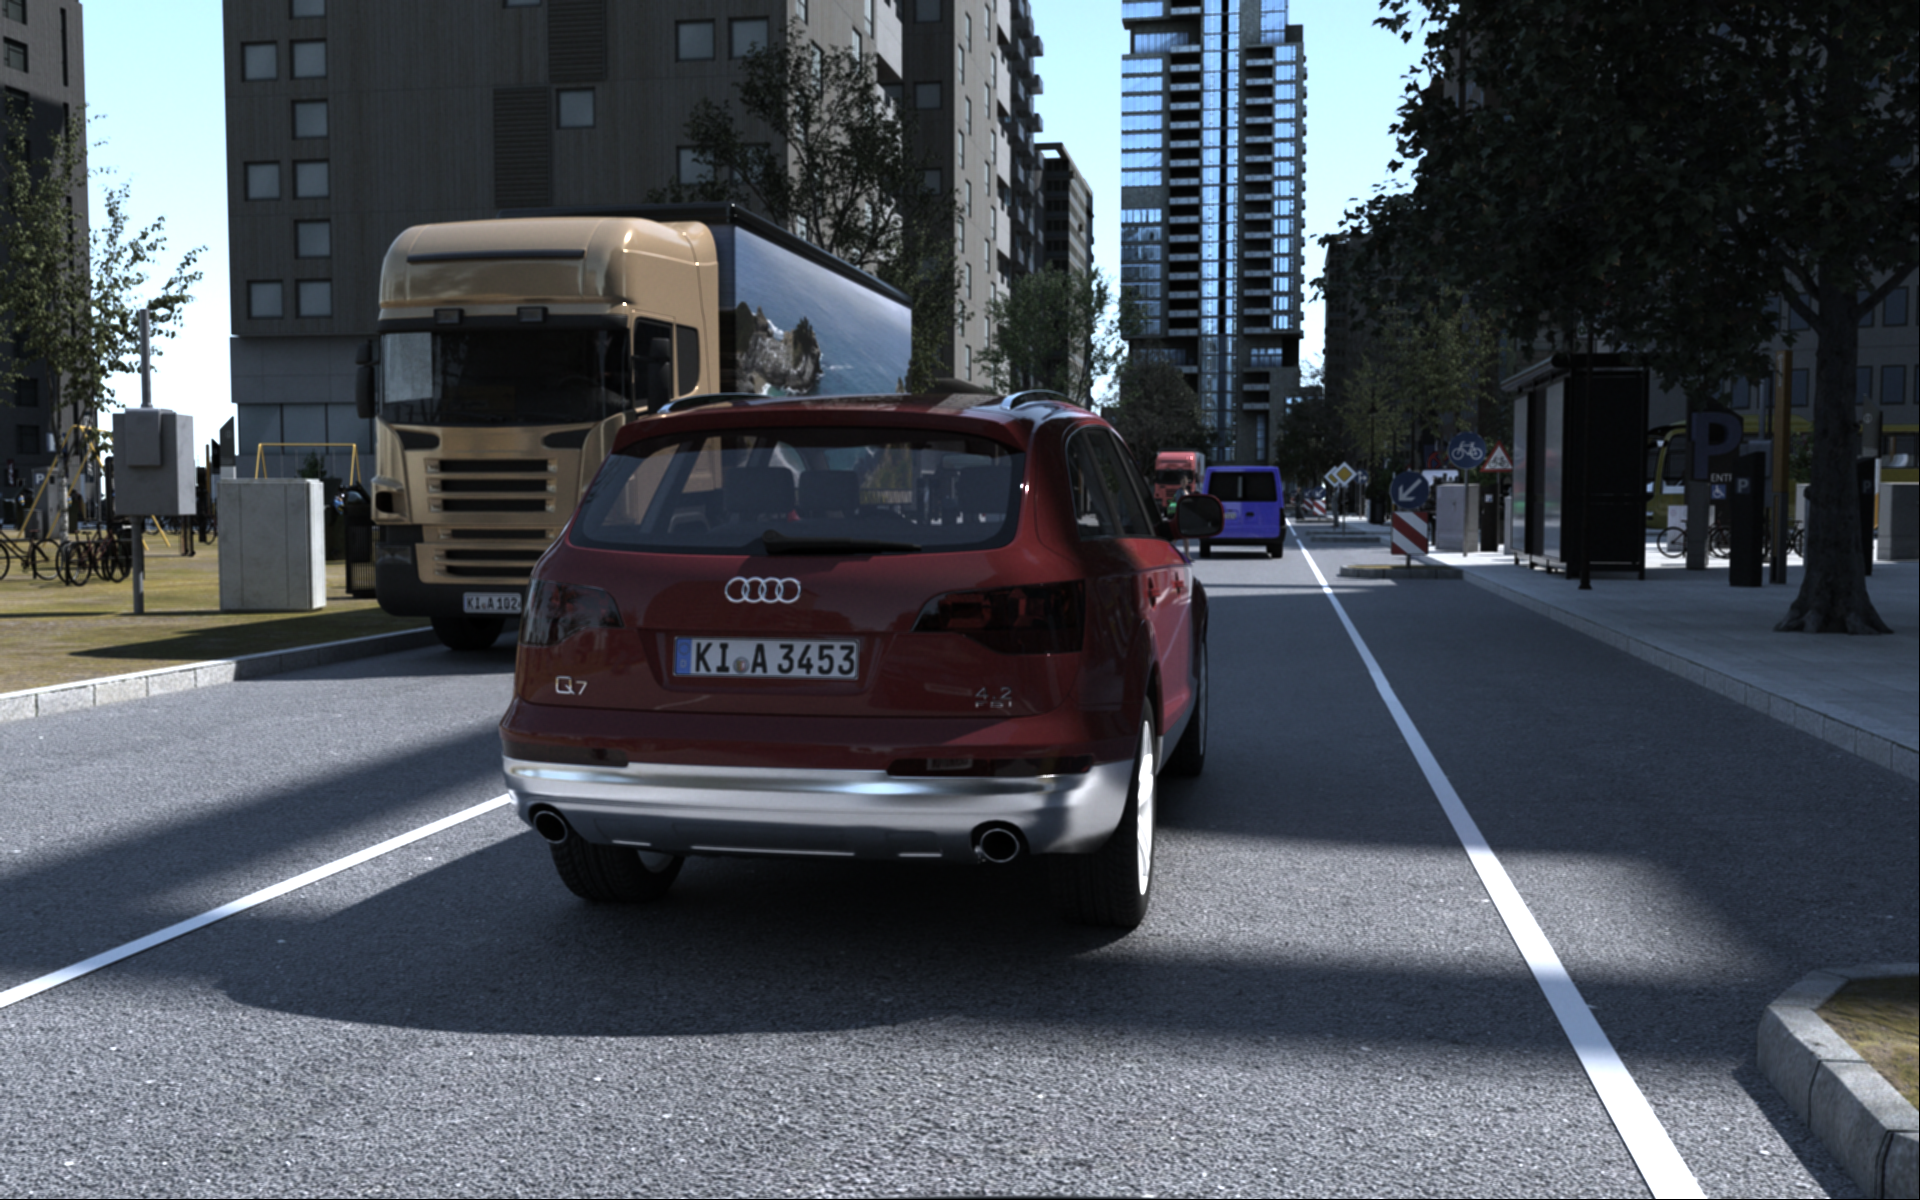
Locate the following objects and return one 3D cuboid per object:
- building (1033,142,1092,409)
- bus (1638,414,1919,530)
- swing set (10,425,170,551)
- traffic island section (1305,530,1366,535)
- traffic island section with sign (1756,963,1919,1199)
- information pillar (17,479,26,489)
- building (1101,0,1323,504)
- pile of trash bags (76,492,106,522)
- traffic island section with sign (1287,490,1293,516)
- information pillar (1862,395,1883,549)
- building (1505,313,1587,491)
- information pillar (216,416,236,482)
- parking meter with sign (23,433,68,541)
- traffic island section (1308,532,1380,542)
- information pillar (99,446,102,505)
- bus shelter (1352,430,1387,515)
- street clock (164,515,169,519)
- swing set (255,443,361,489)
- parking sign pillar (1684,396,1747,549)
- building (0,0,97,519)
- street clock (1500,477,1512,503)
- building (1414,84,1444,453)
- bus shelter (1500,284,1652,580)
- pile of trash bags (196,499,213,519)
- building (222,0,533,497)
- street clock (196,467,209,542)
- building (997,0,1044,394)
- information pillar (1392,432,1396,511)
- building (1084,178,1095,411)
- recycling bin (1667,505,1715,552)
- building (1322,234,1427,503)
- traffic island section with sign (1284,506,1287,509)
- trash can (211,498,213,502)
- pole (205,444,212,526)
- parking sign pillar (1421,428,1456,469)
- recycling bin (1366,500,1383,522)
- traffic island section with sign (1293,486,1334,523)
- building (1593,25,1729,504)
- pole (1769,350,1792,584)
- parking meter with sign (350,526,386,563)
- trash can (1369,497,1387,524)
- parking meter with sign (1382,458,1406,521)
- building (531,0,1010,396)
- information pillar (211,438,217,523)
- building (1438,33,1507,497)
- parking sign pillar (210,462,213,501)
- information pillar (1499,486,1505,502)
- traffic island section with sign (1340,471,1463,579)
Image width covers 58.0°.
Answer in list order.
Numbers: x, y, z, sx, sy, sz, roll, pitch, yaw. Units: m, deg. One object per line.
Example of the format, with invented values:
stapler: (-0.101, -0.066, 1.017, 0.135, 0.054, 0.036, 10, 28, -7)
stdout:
building: (1.462, -30.335, 187.866, 23.993, 40.220, 32.217, 1, 4, 10)
bus: (27.192, -3.807, 53.785, 12.252, 3.916, 2.896, 1, 4, 9)
swing set: (-20.392, -2.637, 40.729, 2.862, 2.851, 3.119, -1, 4, -15)
traffic island section: (13.143, -2.352, 60.732, 2.009, 0.180, 2.903, 1, 4, 10)
traffic island section with sign: (2.899, 0.302, 3.695, 1.989, 1.847, 2.006, 1, 4, 10)
information pillar: (-45.444, -4.857, 83.903, 0.304, 2.012, 0.304, -1, 4, -13)
building: (34.332, -56.642, 238.764, 31.000, 86.520, 22.319, 1, 4, 10)
pile of trash bags: (-40.386, -4.328, 80.513, 1.912, 1.369, 3.447, 0, 4, -2)
traffic island section with sign: (22.384, -6.327, 112.076, 1.989, 1.847, 2.006, 1, 4, 10)
information pillar: (21.384, -3.017, 40.679, 0.183, 3.616, 0.504, -1, 4, -21)
building: (45.914, -26.848, 122.557, 14.154, 41.232, 14.086, 1, 4, 10)
information pillar: (-21.888, -3.698, 51.823, 0.504, 3.616, 0.183, 1, 4, 14)
parking meter with sign: (-25.639, -3.196, 48.519, 0.543, 3.016, 1.738, 0, 4, -3)
traffic island section: (11.730, -1.871, 52.872, 2.009, 0.180, 2.903, 1, 4, 10)
information pillar: (-42.424, -5.751, 85.377, 0.183, 3.616, 0.504, -3, 4, -38)
bus shelter: (25.306, -7.884, 106.531, 2.179, 5.291, 8.768, 1, 4, 10)
street clock: (-40.925, -5.179, 89.252, 0.471, 2.002, 0.358, 1, 4, 22)
swing set: (-20.143, -3.441, 53.880, 3.119, 2.851, 2.862, 0, 4, -8)
parking sign pillar: (18.013, -3.230, 41.280, 1.447, 3.967, 1.447, 0, 4, 3)
building: (-56.665, -19.559, 91.483, 14.107, 30.474, 14.160, 1, 4, 10)
street clock: (22.701, -4.128, 72.059, 0.471, 2.002, 0.358, -1, 4, -22)
building: (58.968, -32.104, 179.529, 22.147, 44.769, 28.867, 1, 4, 10)
bus shelter: (10.639, -3.196, 29.884, 2.179, 5.291, 8.768, 1, 4, 10)
pile of trash bags: (-37.968, -4.774, 87.804, 3.447, 1.369, 1.912, -3, 5, -41)
building: (-18.359, -30.600, 89.556, 28.713, 52.752, 27.495, 1, 4, 10)
street clock: (-20.110, -2.530, 45.937, 0.358, 2.002, 0.471, -1, 4, -23)
building: (-4.590, -32.795, 155.802, 23.786, 49.044, 30.456, 1, 4, 10)
information pillar: (16.445, -4.542, 65.619, 0.183, 3.616, 0.504, 1, 4, 15)
building: (10.842, -36.077, 239.966, 14.200, 45.320, 14.600, 1, 4, 10)
recycling bin: (16.367, -1.605, 38.795, 0.722, 1.027, 0.722, -2, 4, -29)
building: (62.565, -33.525, 240.008, 23.993, 40.220, 32.217, 1, 4, 10)
traffic island section with sign: (31.177, -9.317, 160.968, 1.989, 1.847, 2.006, 1, 4, 10)
trash can: (-46.654, -5.877, 107.747, 0.748, 1.137, 0.748, 0, 3, 0)
pole: (-30.632, -4.694, 70.594, 0.158, 3.312, 0.155, 0, 3, 0)
parking sign pillar: (18.861, -4.880, 68.261, 1.447, 3.967, 1.447, 0, 4, 5)
recycling bin: (19.099, -4.105, 79.678, 0.722, 1.027, 0.722, 1, 4, 9)
traffic island section with sign: (17.623, -4.704, 85.543, 1.989, 1.847, 2.006, 1, 4, 10)
building: (43.500, -32.514, 73.598, 28.212, 58.520, 21.231, 1, 4, 10)
pole: (11.699, -1.886, 24.678, 0.158, 3.312, 0.155, 0, 3, 0)
parking meter with sign: (-10.579, -2.221, 32.570, 1.738, 3.016, 0.543, -1, 4, -9)
trash can: (17.736, -3.784, 73.524, 0.748, 1.137, 0.748, 0, 3, 0)
parking meter with sign: (20.972, -5.286, 82.690, 0.543, 3.016, 1.738, -2, 4, -31)
building: (-11.245, -32.724, 124.275, 28.713, 52.752, 27.495, 1, 4, 10)
information pillar: (-31.028, -4.954, 72.360, 0.183, 3.616, 0.504, 2, 4, 31)
building: (51.801, -31.090, 158.435, 14.600, 45.320, 14.200, 1, 4, 10)
parking sign pillar: (-57.839, -8.872, 133.524, 1.447, 3.967, 1.447, -3, 5, -42)
information pillar: (28.297, -5.264, 90.553, 0.304, 2.012, 0.304, 0, 4, 5)
traffic island section with sign: (7.673, -1.321, 30.225, 1.989, 1.847, 2.006, 1, 4, 10)
